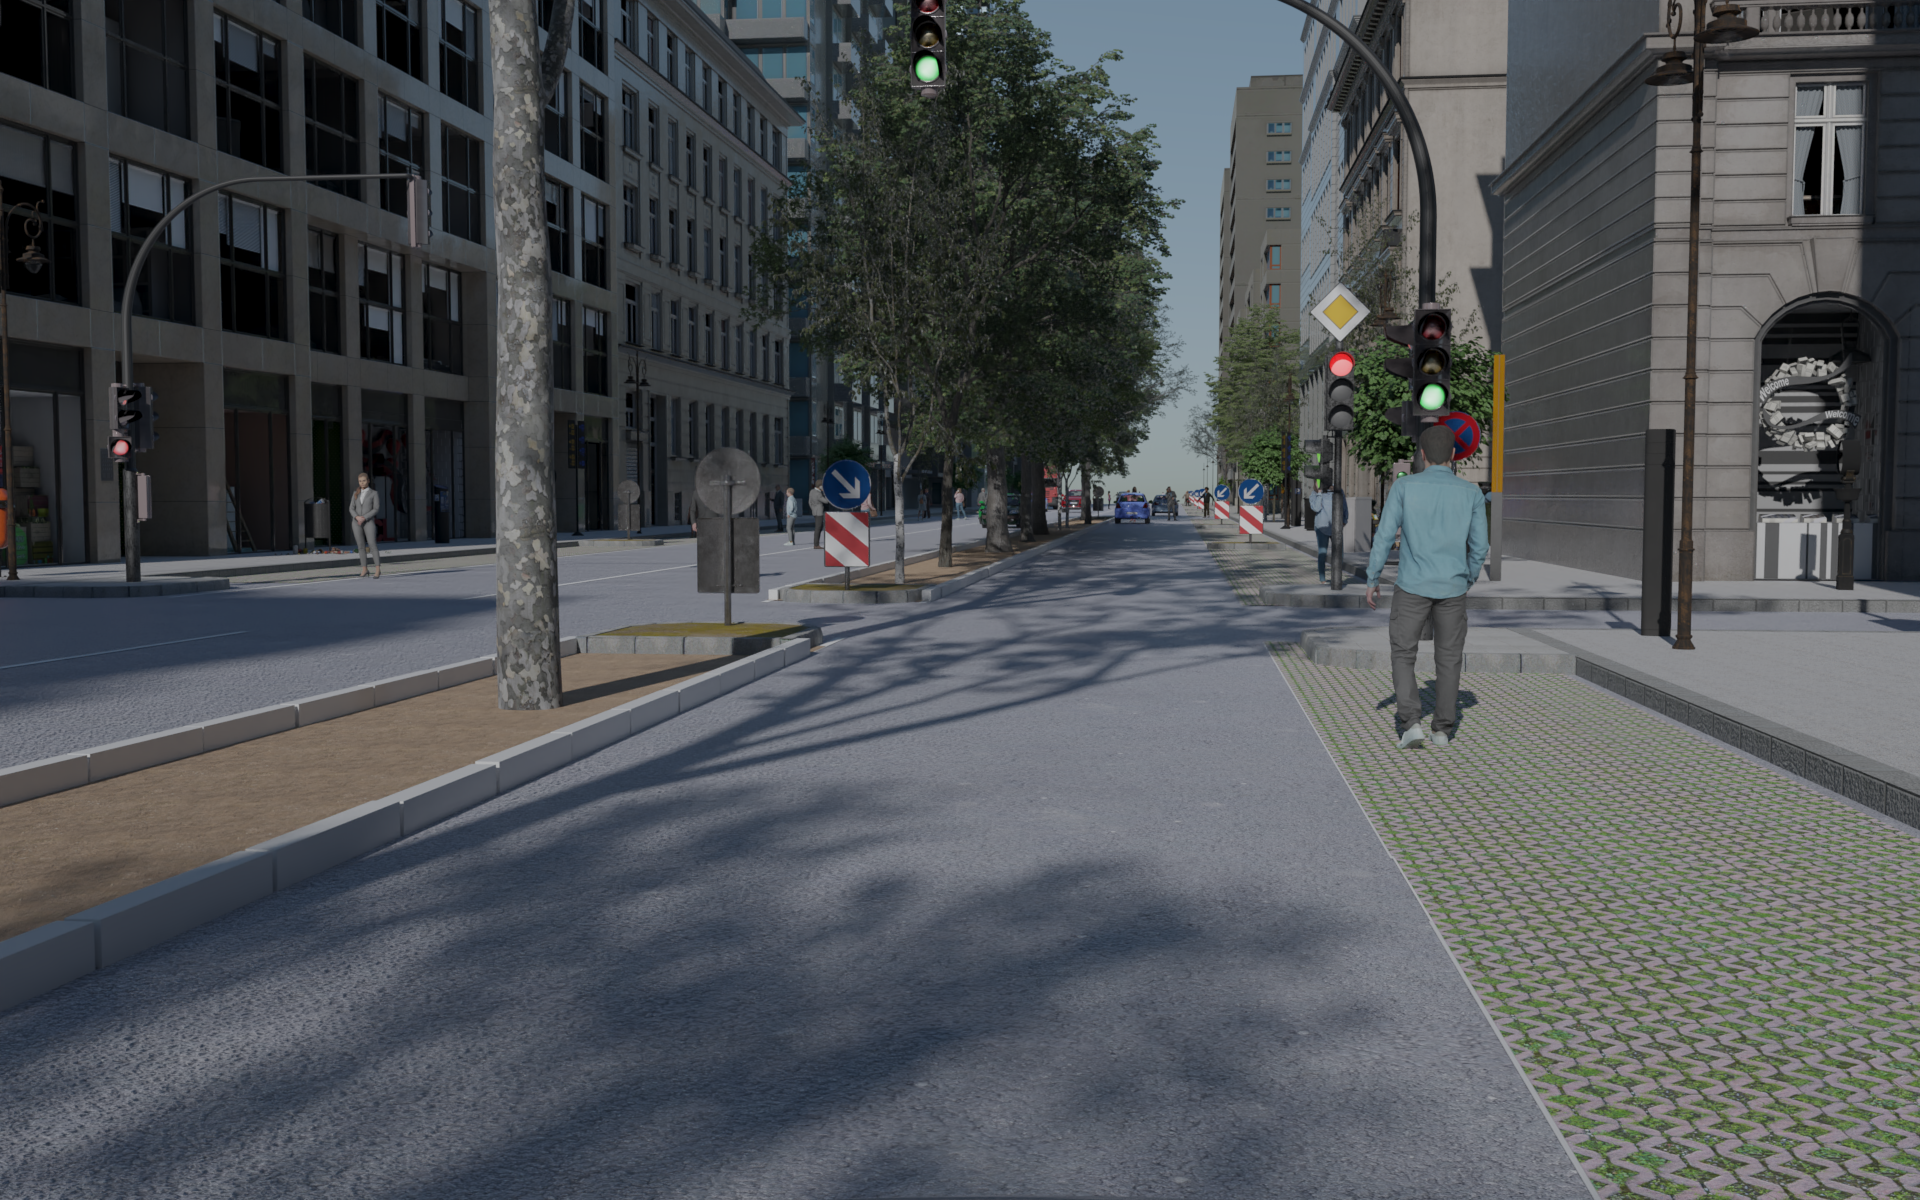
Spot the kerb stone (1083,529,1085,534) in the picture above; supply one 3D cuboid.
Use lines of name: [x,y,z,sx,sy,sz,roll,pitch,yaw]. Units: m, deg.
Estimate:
kerb stone: [4.159,-2.322,60.181,0.120,0.150,1.000,0,4,7]

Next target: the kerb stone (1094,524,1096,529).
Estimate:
kerb stone: [5.168,-2.817,68.303,0.120,0.150,1.000,0,4,7]

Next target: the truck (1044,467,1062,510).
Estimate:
truck: [8.044,-10.505,160.663,2.839,4.237,11.283,0,4,5]

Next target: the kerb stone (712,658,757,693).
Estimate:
kerb stone: [-1.708,0.571,12.861,0.120,0.150,1.000,0,4,7]

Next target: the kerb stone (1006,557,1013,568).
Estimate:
kerb stone: [0.876,-0.704,33.707,0.120,0.150,1.000,0,4,7]

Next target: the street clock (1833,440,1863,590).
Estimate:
street clock: [11.847,-1.135,23.131,0.358,2.002,0.471,1,4,17]

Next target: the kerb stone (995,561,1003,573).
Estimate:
kerb stone: [0.629,-0.576,31.663,0.120,0.150,1.000,0,4,7]

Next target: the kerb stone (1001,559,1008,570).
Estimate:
kerb stone: [0.748,-0.642,32.685,0.120,0.150,1.000,0,4,7]

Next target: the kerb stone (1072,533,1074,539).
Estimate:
kerb stone: [3.407,-1.950,54.077,0.120,0.150,1.000,0,4,7]

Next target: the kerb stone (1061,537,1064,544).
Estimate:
kerb stone: [2.782,-1.639,48.986,0.120,0.150,1.000,0,4,7]

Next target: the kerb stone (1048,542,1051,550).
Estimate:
kerb stone: [2.136,-1.328,43.906,0.120,0.150,1.000,0,4,7]

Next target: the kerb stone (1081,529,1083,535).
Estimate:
kerb stone: [4.035,-2.261,59.160,0.120,0.150,1.000,0,4,7]

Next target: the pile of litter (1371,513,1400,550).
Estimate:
pile of litter: [9.725,-1.603,40.170,1.176,0.858,1.719,-2,4,-24]

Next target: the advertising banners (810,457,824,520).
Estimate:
advertising banners: [-6.784,-5.343,83.545,0.090,3.025,2.074,1,4,19]

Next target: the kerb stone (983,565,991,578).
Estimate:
kerb stone: [0.369,-0.455,29.636,0.120,0.150,1.000,0,4,7]

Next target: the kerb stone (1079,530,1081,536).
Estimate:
kerb stone: [3.903,-2.199,58.147,0.120,0.150,1.000,0,4,7]

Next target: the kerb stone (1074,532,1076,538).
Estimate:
kerb stone: [3.536,-2.012,55.097,0.120,0.150,1.000,0,4,7]

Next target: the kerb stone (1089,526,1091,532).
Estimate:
kerb stone: [4.675,-2.571,64.239,0.120,0.150,1.000,0,4,7]

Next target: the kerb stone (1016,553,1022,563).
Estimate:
kerb stone: [1.133,-0.824,35.752,0.120,0.150,1.000,0,4,7]

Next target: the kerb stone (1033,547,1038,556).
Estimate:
kerb stone: [1.635,-1.079,39.839,0.120,0.150,1.000,0,4,7]

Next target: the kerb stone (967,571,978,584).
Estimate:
kerb stone: [0.125,-0.330,27.597,0.120,0.150,1.000,0,4,7]

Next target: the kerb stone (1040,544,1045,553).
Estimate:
kerb stone: [1.885,-1.195,41.870,0.120,0.150,1.000,0,4,7]

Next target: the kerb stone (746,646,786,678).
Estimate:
kerb stone: [-1.583,0.508,13.885,0.120,0.150,1.000,0,4,7]

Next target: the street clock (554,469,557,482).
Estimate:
street clock: [-11.300,-2.631,47.589,0.471,2.002,0.358,3,5,43]

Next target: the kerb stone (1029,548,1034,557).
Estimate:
kerb stone: [1.509,-1.017,38.816,0.120,0.150,1.000,0,4,7]

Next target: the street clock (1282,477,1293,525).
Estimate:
street clock: [13.624,-4.124,72.005,0.358,2.002,0.471,-2,4,-34]

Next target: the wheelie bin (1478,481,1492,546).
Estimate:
wheelie bin: [13.095,-2.142,42.925,0.693,1.594,0.980,-2,4,-30]

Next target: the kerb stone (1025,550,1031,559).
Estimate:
kerb stone: [1.384,-0.953,37.792,0.120,0.150,1.000,0,4,7]

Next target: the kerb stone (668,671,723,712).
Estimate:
kerb stone: [-1.831,0.633,11.846,0.120,0.150,1.000,0,4,7]

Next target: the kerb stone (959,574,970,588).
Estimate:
kerb stone: [-0.003,-0.265,26.583,0.120,0.150,1.000,0,4,7]

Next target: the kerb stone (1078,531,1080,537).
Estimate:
kerb stone: [3.781,-2.134,57.132,0.120,0.150,1.000,0,4,7]

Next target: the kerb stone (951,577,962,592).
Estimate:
kerb stone: [-0.122,-0.206,25.568,0.120,0.150,1.000,0,4,7]

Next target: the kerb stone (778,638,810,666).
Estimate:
kerb stone: [-1.451,0.446,14.902,0.120,0.150,1.000,0,4,7]

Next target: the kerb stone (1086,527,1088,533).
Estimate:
kerb stone: [4.414,-2.448,62.212,0.120,0.150,1.000,0,4,7]

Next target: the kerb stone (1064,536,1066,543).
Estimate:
kerb stone: [2.904,-1.701,50.003,0.120,0.150,1.000,0,4,7]

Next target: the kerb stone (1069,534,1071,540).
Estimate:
kerb stone: [3.157,-1.825,52.034,0.120,0.150,1.000,0,4,7]

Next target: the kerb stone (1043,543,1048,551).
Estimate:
kerb stone: [2.015,-1.266,42.889,0.120,0.150,1.000,0,4,7]

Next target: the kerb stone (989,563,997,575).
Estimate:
kerb stone: [0.507,-0.517,30.648,0.120,0.150,1.000,0,4,7]

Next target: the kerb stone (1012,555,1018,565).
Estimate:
kerb stone: [1.004,-0.765,34.733,0.120,0.150,1.000,0,4,7]

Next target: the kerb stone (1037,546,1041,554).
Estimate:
kerb stone: [1.764,-1.139,40.854,0.120,0.150,1.000,0,4,7]

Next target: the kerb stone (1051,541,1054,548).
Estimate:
kerb stone: [2.276,-1.390,44.922,0.120,0.150,1.000,0,4,7]

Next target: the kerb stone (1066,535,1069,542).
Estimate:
kerb stone: [3.037,-1.763,51.019,0.120,0.150,1.000,0,4,7]

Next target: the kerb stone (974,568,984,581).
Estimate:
kerb stone: [0.241,-0.392,28.612,0.120,0.150,1.000,0,4,7]

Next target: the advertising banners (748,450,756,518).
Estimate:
advertising banners: [-8.449,-4.533,70.301,0.090,3.025,2.074,0,4,1]

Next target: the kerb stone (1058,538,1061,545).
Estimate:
kerb stone: [2.648,-1.577,47.973,0.120,0.150,1.000,0,4,7]

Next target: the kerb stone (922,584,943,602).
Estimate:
kerb stone: [-0.385,-0.082,23.540,0.120,0.150,1.000,0,4,7]

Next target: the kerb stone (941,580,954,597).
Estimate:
kerb stone: [-0.248,-0.144,24.554,0.120,0.150,1.000,0,4,7]

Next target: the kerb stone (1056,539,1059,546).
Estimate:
kerb stone: [2.523,-1.515,46.959,0.120,0.150,1.000,0,4,7]

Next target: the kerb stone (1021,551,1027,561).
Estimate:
kerb stone: [1.260,-0.892,36.775,0.120,0.150,1.000,0,4,7]

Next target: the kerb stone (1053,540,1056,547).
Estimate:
kerb stone: [2.389,-1.452,45.938,0.120,0.150,1.000,0,4,7]

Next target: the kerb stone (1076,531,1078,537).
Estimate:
kerb stone: [3.659,-2.070,56.111,0.120,0.150,1.000,0,4,7]
